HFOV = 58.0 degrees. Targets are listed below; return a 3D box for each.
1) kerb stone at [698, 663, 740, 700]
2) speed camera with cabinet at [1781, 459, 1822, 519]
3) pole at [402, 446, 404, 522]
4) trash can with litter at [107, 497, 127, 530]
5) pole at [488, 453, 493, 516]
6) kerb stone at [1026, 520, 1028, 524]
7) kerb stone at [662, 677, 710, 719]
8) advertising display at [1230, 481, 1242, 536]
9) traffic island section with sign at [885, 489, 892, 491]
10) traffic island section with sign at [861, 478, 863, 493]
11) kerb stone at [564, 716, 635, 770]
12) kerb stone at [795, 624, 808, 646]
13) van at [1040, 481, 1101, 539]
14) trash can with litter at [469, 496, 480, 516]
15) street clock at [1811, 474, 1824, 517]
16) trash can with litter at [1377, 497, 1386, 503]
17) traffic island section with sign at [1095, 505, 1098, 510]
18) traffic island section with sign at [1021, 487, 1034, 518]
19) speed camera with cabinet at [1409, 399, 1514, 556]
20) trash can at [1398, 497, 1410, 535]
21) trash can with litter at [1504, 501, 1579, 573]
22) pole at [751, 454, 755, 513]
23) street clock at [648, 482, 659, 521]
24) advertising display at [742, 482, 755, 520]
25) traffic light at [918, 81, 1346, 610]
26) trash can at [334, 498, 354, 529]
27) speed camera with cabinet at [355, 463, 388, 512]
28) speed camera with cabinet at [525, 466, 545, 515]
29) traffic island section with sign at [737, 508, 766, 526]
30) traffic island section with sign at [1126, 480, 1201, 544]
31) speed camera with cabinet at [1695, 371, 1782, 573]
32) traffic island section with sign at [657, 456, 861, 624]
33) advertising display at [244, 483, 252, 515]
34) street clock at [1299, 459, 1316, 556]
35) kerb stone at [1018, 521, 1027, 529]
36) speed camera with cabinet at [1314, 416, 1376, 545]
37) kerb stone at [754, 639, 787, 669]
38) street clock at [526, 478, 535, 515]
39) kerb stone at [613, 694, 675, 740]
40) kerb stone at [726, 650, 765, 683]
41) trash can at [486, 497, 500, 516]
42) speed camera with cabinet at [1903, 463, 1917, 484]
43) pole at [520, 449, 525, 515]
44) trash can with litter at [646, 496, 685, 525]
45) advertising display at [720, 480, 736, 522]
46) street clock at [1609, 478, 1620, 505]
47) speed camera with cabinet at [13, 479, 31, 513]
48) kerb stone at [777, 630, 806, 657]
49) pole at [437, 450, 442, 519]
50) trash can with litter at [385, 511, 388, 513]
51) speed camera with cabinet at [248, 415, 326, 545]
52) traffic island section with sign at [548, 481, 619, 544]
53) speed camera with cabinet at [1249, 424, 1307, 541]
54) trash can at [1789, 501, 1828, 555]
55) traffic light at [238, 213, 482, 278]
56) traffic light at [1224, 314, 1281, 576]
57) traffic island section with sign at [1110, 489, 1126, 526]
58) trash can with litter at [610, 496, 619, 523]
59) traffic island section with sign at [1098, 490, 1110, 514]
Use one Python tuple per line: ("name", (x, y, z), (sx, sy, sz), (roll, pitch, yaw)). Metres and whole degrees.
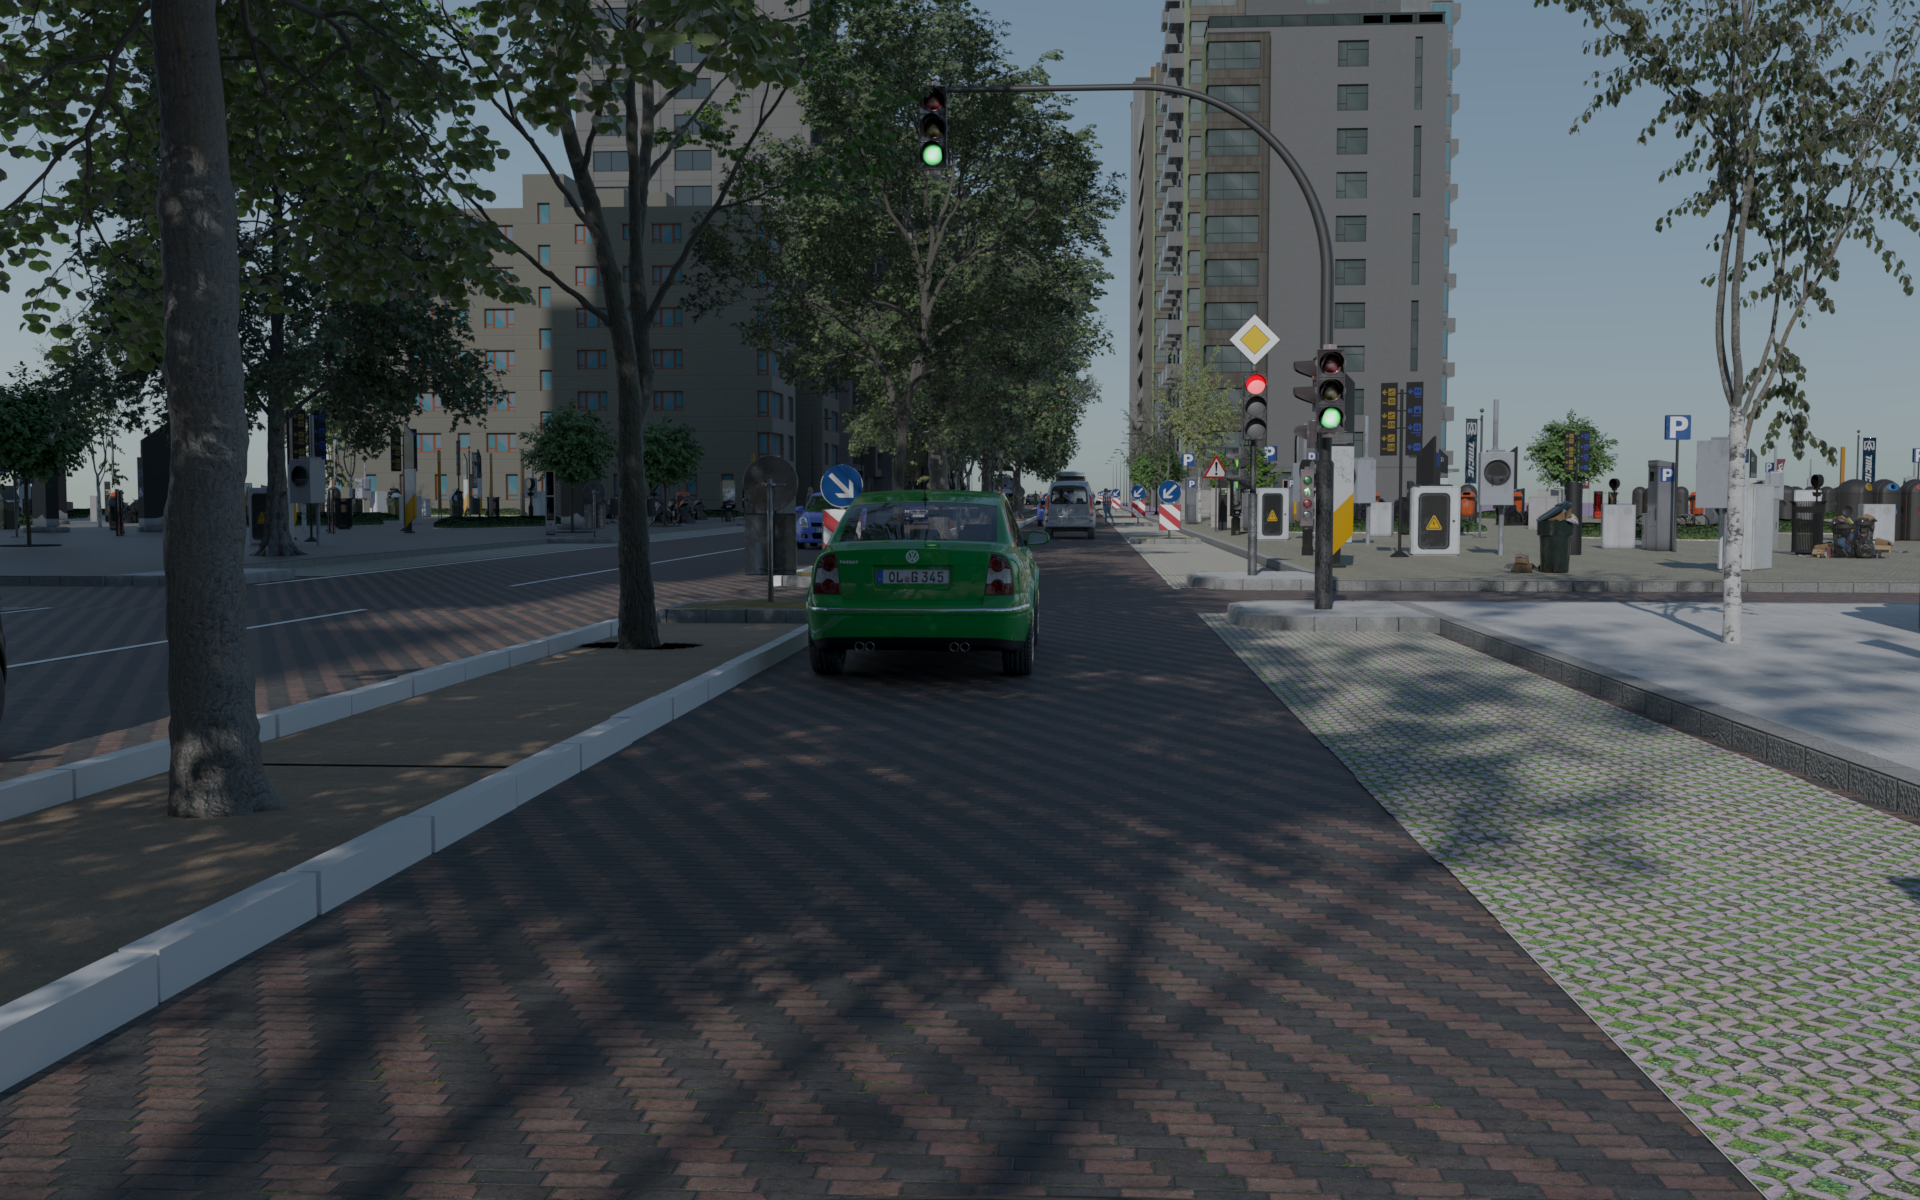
("kerb stone", (-1.768, 0.596, 12.519), (0.120, 0.150, 1.000), (0, 4, 4))
("speed camera with cabinet", (33.716, -4.632, 70.072), (2.038, 3.252, 0.660), (1, 4, 23))
("pole", (-23.116, -4.793, 72.204), (0.158, 3.312, 0.155), (0, 3, 0))
("trash can with litter", (-30.174, -3.097, 62.023), (0.624, 1.170, 1.055), (-2, 4, -26))
("pole", (-23.433, -5.667, 86.506), (0.158, 3.312, 0.155), (0, 3, 0))
("kerb stone", (2.872, -3.446, 78.530), (0.120, 0.150, 1.000), (0, 4, 4))
("kerb stone", (-1.841, 0.658, 11.499), (0.120, 0.150, 1.000), (0, 4, 4))
("advertising display", (8.553, -2.965, 53.684), (0.123, 1.923, 0.974), (2, 4, 25))
("traffic island section with sign", (-5.304, -7.312, 128.185), (1.989, 1.847, 2.006), (0, 4, 4))
("traffic island section with sign", (-1.776, -1.179, 27.419), (2.006, 1.907, 1.989), (0, 4, 4))
("kerb stone", (-1.980, 0.785, 9.456), (0.120, 0.150, 1.000), (0, 4, 4))
("kerb stone", (-1.485, 0.340, 16.628), (0.120, 0.150, 1.000), (0, 4, 4))
("van", (3.602, -3.031, 56.569), (2.013, 2.044, 4.112), (0, 4, 5))
("trash can with litter", (-23.092, -4.299, 81.344), (2.233, 1.210, 1.678), (1, 4, 14))
("street clock", (31.343, -3.596, 63.360), (0.358, 2.002, 0.471), (-1, 4, -8))
("trash can with litter", (14.874, -2.961, 59.800), (1.055, 1.170, 0.624), (0, 4, 7))
("traffic island section with sign", (13.223, -8.893, 154.032), (1.989, 1.847, 2.006), (0, 4, 4))
("traffic island section with sign", (3.490, -5.764, 102.373), (2.006, 1.907, 1.989), (0, 4, 4))
("speed camera with cabinet", (10.480, -2.560, 36.185), (2.038, 3.252, 0.660), (1, 4, 11))
("trash can", (14.107, -2.615, 54.412), (0.748, 1.137, 0.748), (0, 3, 0))
("trash can with litter", (9.462, -1.028, 28.196), (1.055, 1.170, 0.624), (0, 4, 2))
("pole", (-10.470, -5.736, 87.621), (0.158, 3.312, 0.155), (0, 3, 0))
("street clock", (-14.718, -4.813, 83.270), (0.471, 2.002, 0.358), (1, 4, 11))
("advertising display", (-10.415, -4.908, 85.463), (0.123, 1.923, 0.974), (2, 4, 27))
("traffic light", (1.935, -2.726, 19.238), (4.771, 5.953, 1.251), (0, 4, 4))
("trash can", (-22.541, -3.161, 63.329), (0.748, 1.137, 0.748), (0, 3, 0))
("speed camera with cabinet", (-33.536, -6.389, 98.792), (0.660, 3.252, 2.038), (2, 4, 27))
("speed camera with cabinet", (-23.976, -6.339, 97.974), (0.660, 3.252, 2.038), (1, 4, 15))
("traffic island section with sign", (-8.858, -4.229, 77.780), (1.989, 1.847, 2.006), (0, 4, 4))
("traffic island section with sign", (5.906, -2.530, 49.997), (1.989, 1.847, 2.006), (0, 4, 4))
("speed camera with cabinet", (12.822, -2.098, 28.633), (0.660, 3.252, 2.038), (3, 5, 44))
("traffic island section with sign", (-2.305, -0.727, 20.030), (2.006, 1.907, 1.989), (0, 4, 4))
("advertising display", (-40.776, -5.743, 99.112), (0.123, 1.923, 0.974), (0, 4, 5))
("street clock", (7.254, -1.929, 36.107), (0.358, 2.002, 0.471), (2, 4, 33))
("kerb stone", (2.807, -3.383, 77.506), (0.120, 0.150, 1.000), (0, 4, 4))
("speed camera with cabinet", (9.875, -3.066, 44.467), (0.660, 3.252, 2.038), (-1, 4, -19))
("kerb stone", (-1.623, 0.470, 14.563), (0.120, 0.150, 1.000), (0, 4, 4))
("street clock", (-19.929, -4.638, 80.400), (0.358, 2.002, 0.471), (-3, 5, -44))
("kerb stone", (-1.919, 0.717, 10.477), (0.120, 0.150, 1.000), (0, 4, 4))
("kerb stone", (-1.700, 0.529, 13.540), (0.120, 0.150, 1.000), (0, 4, 4))
("trash can", (-23.856, -4.702, 88.539), (0.748, 1.137, 0.748), (0, 3, 0))
("speed camera with cabinet", (49.831, -5.918, 91.101), (0.660, 3.252, 2.038), (1, 4, 19))
("pole", (-19.871, -5.186, 78.633), (0.158, 3.312, 0.155), (0, 3, 0))
("trash can with litter", (-12.565, -3.743, 72.248), (2.233, 1.210, 1.678), (-1, 4, -16))
("advertising display", (-10.744, -4.590, 80.260), (0.123, 1.923, 0.974), (2, 4, 31))
("street clock", (30.133, -4.600, 79.782), (0.358, 2.002, 0.471), (-2, 4, -30))
("speed camera with cabinet", (-44.846, -5.378, 82.271), (2.038, 3.252, 0.660), (3, 5, 41))
("kerb stone", (-1.552, 0.406, 15.592), (0.120, 0.150, 1.000), (0, 4, 4))
("pole", (-24.090, -5.280, 80.164), (0.158, 3.312, 0.155), (0, 3, 0))
("trash can with litter", (-31.500, -5.174, 95.986), (1.055, 1.170, 0.624), (-3, 5, -39))
("speed camera with cabinet", (-16.960, -3.013, 43.593), (2.038, 3.252, 0.660), (1, 4, 23))
("traffic island section with sign", (-10.773, -2.565, 50.570), (1.989, 1.847, 2.006), (0, 4, 4))
("speed camera with cabinet", (9.089, -3.298, 48.260), (2.038, 3.252, 0.660), (-1, 4, -18))
("trash can", (17.812, -1.513, 36.395), (0.748, 1.137, 0.748), (0, 3, 0))
("traffic light", (-10.189, -3.277, 28.254), (4.771, 5.953, 1.251), (0, 4, 4))
("traffic light", (4.588, -2.341, 27.199), (0.839, 4.253, 0.868), (0, 4, 4))
("traffic island section with sign", (7.783, -4.175, 76.887), (1.989, 1.847, 2.006), (0, 4, 4))
("trash can with litter", (-15.665, -4.014, 76.688), (2.233, 1.210, 1.678), (-3, 5, -40))
("traffic island section with sign", (11.285, -7.207, 126.461), (1.989, 1.847, 2.006), (0, 4, 4))
